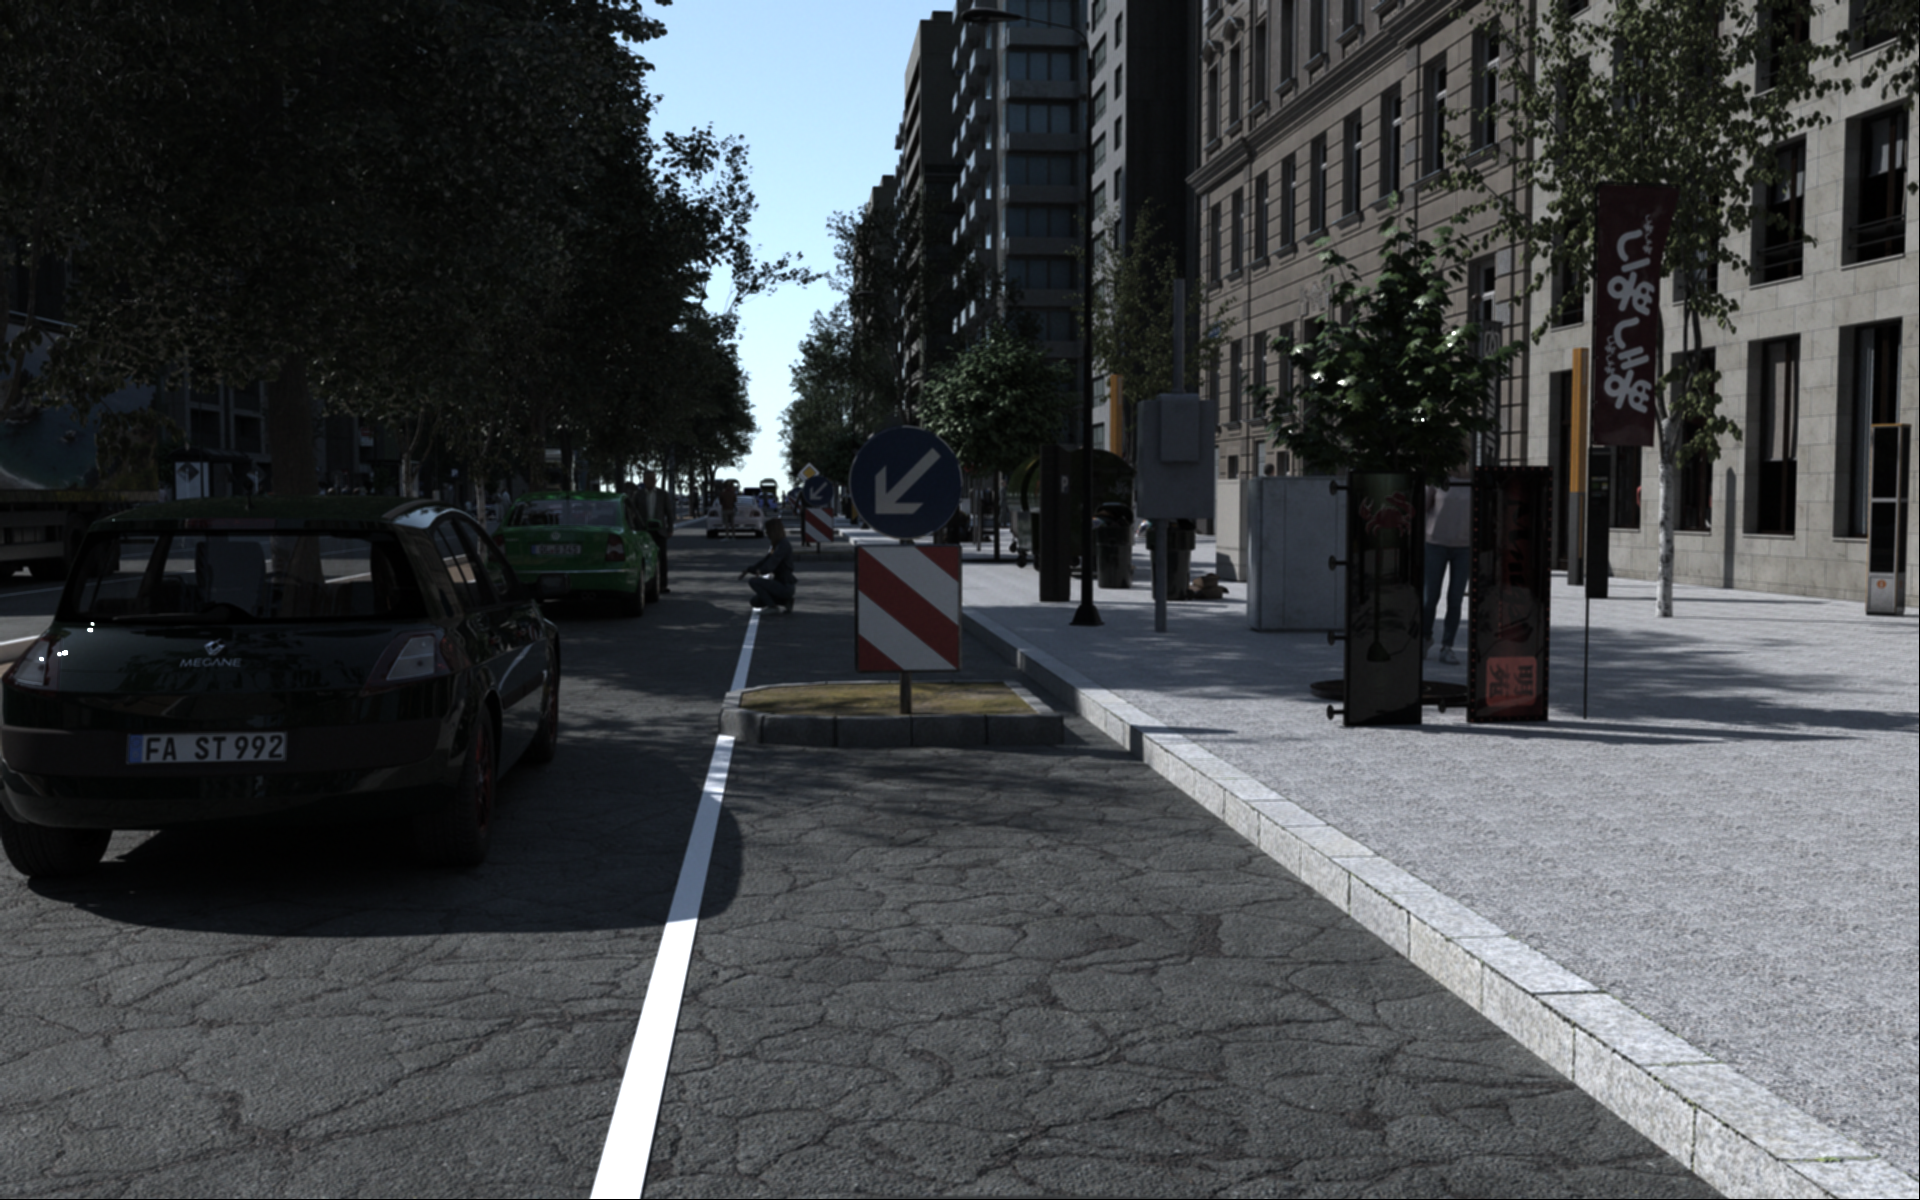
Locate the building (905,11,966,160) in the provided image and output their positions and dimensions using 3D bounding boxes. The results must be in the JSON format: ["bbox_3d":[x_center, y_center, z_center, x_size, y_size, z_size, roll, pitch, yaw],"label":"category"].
[{"bbox_3d":[5.879,-33.573,172.621,21.300,48.544,21.600,0,4,-6],"label":"building"}]

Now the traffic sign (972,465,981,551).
[{"bbox_3d":[0.425,-2.365,38.779,0.768,2.556,0.104,0,4,-4],"label":"traffic sign"}]

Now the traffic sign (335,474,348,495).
[{"bbox_3d":[-31.722,-5.305,88.863,0.606,2.300,0.079,0,4,-5],"label":"traffic sign"}]

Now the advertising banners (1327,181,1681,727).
[{"bbox_3d":[3.055,-0.824,9.666,2.074,3.025,0.090,-1,4,-11],"label":"advertising banners"}]

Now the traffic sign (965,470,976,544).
[{"bbox_3d":[0.371,-2.687,44.045,0.768,2.556,0.104,0,4,-3],"label":"traffic sign"}]

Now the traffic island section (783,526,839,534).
[{"bbox_3d":[-5.409,-2.480,62.829,2.009,0.180,2.903,0,4,-6],"label":"traffic island section"}]

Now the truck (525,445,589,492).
[{"bbox_3d":[-23.496,-6.898,101.694,2.839,4.237,11.283,0,4,-7],"label":"truck"}]

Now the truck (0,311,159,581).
[{"bbox_3d":[-15.647,-2.303,26.562,2.839,4.237,11.283,0,4,-5],"label":"truck"}]

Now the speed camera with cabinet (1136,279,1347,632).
[{"bbox_3d":[2.700,-1.338,16.205,2.038,3.252,0.660,0,4,0],"label":"speed camera with cabinet"}]

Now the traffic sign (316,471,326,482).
[{"bbox_3d":[-34.702,-5.726,93.725,0.768,2.556,0.104,0,4,-4],"label":"traffic sign"}]

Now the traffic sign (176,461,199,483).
[{"bbox_3d":[-27.019,-3.572,60.593,0.795,2.593,0.064,0,4,-6],"label":"traffic sign"}]

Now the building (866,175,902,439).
[{"bbox_3d":[-2.866,-38.866,259.156,21.300,48.544,21.600,0,4,-6],"label":"building"}]

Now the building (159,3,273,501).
[{"bbox_3d":[-53.065,-40.853,106.199,20.563,71.187,20.611,0,4,-6],"label":"building"}]

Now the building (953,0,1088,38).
[{"bbox_3d":[11.269,-31.290,131.199,23.786,49.044,30.456,0,4,-6],"label":"building"}]

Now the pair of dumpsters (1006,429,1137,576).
[{"bbox_3d":[1.803,-1.571,28.184,1.574,2.255,4.437,0,4,-6],"label":"pair of dumpsters"}]

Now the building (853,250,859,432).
[{"bbox_3d":[-7.007,-41.037,294.654,21.300,48.544,21.600,0,4,-6],"label":"building"}]

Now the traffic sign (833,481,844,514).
[{"bbox_3d":[-7.909,-6.904,112.877,0.884,2.594,0.081,0,4,3],"label":"traffic sign"}]

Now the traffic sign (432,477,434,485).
[{"bbox_3d":[-36.664,-7.303,119.514,0.768,2.556,0.104,0,4,0],"label":"traffic sign"}]

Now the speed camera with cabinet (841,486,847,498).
[{"bbox_3d":[-7.076,-7.558,117.902,2.038,3.252,0.660,-2,4,-28],"label":"speed camera with cabinet"}]

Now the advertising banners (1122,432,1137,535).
[{"bbox_3d":[4.911,-3.286,49.907,0.090,3.025,2.074,1,4,12],"label":"advertising banners"}]

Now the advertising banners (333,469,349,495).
[{"bbox_3d":[-44.855,-7.900,125.348,0.090,3.025,2.074,0,4,7],"label":"advertising banners"}]

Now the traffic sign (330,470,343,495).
[{"bbox_3d":[-32.912,-5.588,91.467,0.768,2.556,0.104,0,4,1],"label":"traffic sign"}]

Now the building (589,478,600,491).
[{"bbox_3d":[-71.698,-40.499,285.859,21.300,48.544,21.600,0,4,-6],"label":"building"}]

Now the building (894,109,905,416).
[{"bbox_3d":[4.102,-35.409,198.538,23.786,49.044,30.456,0,4,-6],"label":"building"}]

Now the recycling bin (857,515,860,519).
[{"bbox_3d":[-5.398,-4.781,90.720,0.722,1.027,0.722,-1,4,-18],"label":"recycling bin"}]

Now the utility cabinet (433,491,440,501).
[{"bbox_3d":[-33.981,-6.341,112.362,0.318,1.500,1.173,-1,4,-23],"label":"utility cabinet"}]

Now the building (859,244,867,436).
[{"bbox_3d":[-8.913,-38.318,276.604,14.600,45.320,14.200,0,4,-6],"label":"building"}]

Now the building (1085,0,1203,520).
[{"bbox_3d":[14.521,-19.450,89.705,14.107,30.474,14.160,0,4,-6],"label":"building"}]

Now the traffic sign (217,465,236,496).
[{"bbox_3d":[-33.292,-4.810,78.652,0.884,2.594,0.081,0,4,-1],"label":"traffic sign"}]

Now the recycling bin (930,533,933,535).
[{"bbox_3d":[-0.966,-2.563,54.455,0.722,1.027,0.722,0,4,-3],"label":"recycling bin"}]

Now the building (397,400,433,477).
[{"bbox_3d":[-54.230,-23.096,149.328,14.160,30.474,14.107,0,4,-6],"label":"building"}]

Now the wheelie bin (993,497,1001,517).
[{"bbox_3d":[2.110,-4.620,83.442,0.980,1.594,0.693,0,4,-7],"label":"wheelie bin"}]

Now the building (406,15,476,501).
[{"bbox_3d":[-63.533,-35.434,168.580,28.713,52.752,27.495,0,4,-6],"label":"building"}]

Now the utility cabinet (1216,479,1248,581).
[{"bbox_3d":[4.119,-1.039,25.666,0.318,1.500,1.173,0,4,-8],"label":"utility cabinet"}]

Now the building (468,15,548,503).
[{"bbox_3d":[-70.287,-50.513,264.137,20.563,71.187,20.611,0,4,-6],"label":"building"}]

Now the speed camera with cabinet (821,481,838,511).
[{"bbox_3d":[-8.913,-7.483,116.690,0.660,3.252,2.038,-1,4,-19],"label":"speed camera with cabinet"}]

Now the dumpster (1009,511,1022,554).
[{"bbox_3d":[1.740,-1.924,37.215,1.264,1.857,1.865,0,4,-6],"label":"dumpster"}]

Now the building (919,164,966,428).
[{"bbox_3d":[3.218,-23.443,154.994,14.160,30.474,14.107,0,4,-6],"label":"building"}]

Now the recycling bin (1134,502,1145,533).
[{"bbox_3d":[5.784,-2.711,56.883,0.722,1.027,0.722,1,4,15],"label":"recycling bin"}]

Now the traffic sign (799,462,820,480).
[{"bbox_3d":[-5.432,-3.704,62.744,0.795,2.593,0.064,0,4,-6],"label":"traffic sign"}]

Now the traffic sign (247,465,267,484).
[{"bbox_3d":[-27.821,-4.058,68.537,0.795,2.593,0.064,0,4,-6],"label":"traffic sign"}]

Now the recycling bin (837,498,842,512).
[{"bbox_3d":[-8.659,-6.769,123.220,0.722,1.027,0.722,3,4,38],"label":"recycling bin"}]

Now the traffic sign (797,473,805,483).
[{"bbox_3d":[-6.234,-4.190,70.688,0.795,2.593,0.064,0,4,-6],"label":"traffic sign"}]

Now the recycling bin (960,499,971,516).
[{"bbox_3d":[0.100,-5.084,95.679,0.722,1.027,0.722,-3,5,-43],"label":"recycling bin"}]

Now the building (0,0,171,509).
[{"bbox_3d":[-47.709,-19.012,82.540,14.160,30.474,14.107,0,4,-6],"label":"building"}]

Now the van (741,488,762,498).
[{"bbox_3d":[-19.811,-9.861,165.609,2.240,2.365,5.245,0,4,-6],"label":"van"}]

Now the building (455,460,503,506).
[{"bbox_3d":[-58.893,-31.020,190.779,14.154,41.232,14.086,0,4,-6],"label":"building"}]
